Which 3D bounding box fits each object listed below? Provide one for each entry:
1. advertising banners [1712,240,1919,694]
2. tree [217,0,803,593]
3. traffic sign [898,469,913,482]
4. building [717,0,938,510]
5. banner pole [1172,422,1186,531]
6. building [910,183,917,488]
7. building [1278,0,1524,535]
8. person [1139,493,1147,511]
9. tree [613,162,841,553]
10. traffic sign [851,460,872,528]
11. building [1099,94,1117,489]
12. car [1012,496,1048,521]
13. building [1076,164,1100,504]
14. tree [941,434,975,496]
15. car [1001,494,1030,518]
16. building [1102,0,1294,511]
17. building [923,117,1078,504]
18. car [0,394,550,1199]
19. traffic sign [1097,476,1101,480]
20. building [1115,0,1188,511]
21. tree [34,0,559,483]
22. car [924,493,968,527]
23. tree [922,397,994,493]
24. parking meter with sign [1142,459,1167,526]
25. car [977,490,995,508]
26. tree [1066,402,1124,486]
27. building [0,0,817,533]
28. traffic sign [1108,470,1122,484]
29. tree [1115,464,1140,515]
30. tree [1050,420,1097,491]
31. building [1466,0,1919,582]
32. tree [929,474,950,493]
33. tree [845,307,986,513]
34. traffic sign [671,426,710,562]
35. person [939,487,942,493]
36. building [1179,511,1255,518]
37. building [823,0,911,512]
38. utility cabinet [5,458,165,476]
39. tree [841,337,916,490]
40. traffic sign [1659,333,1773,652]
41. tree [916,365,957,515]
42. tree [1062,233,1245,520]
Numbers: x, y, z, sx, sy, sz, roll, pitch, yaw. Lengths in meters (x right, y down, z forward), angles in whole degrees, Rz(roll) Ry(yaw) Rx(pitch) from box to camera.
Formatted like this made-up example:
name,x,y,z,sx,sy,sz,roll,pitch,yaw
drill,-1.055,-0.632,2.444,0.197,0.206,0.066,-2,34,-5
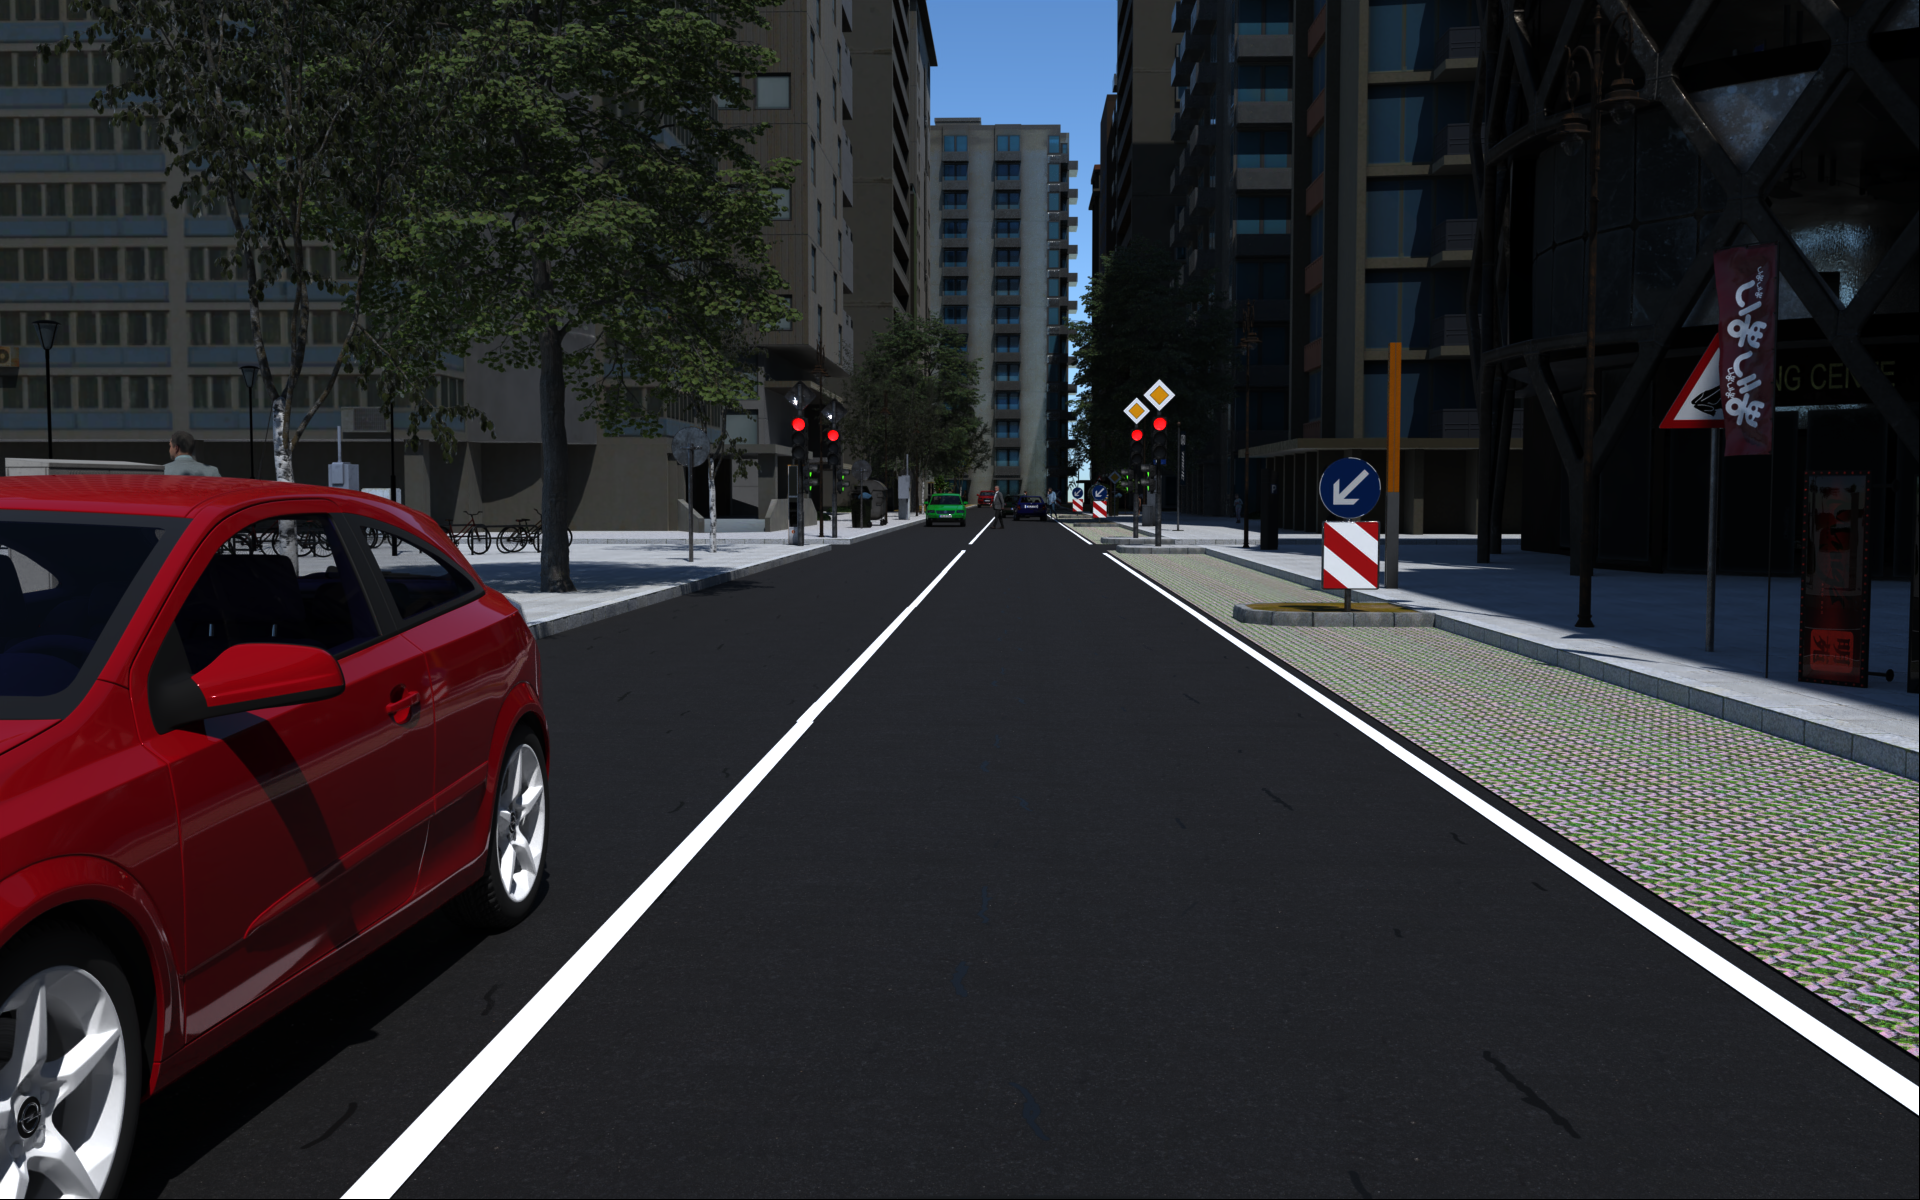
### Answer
name,x,y,z,sx,sy,sz,roll,pitch,yaw
advertising banners,5.882,-0.939,11.534,0.090,3.025,2.074,-2,4,-30
tree,-5.702,-6.370,22.273,7.486,12.596,7.792,0,3,0
traffic sign,-2.774,-5.406,88.489,0.768,2.556,0.104,1,4,8
building,-16.733,-36.363,183.769,27.495,52.752,28.713,0,4,2
banner pole,7.700,-4.300,60.325,0.401,3.779,0.863,2,4,30
building,-11.223,-23.422,154.651,14.160,30.474,14.107,0,4,2
building,25.203,-24.947,62.511,28.867,44.769,22.147,0,4,2
person,13.580,-7.381,129.908,0.799,1.438,0.628,-1,4,-19
tree,-5.532,-5.334,37.567,4.360,8.622,3.978,0,3,0
traffic sign,-3.669,-3.938,64.495,0.768,2.556,0.104,0,4,3
building,22.612,-33.053,190.526,14.600,45.320,14.200,0,4,2
car,3.774,-4.946,93.447,1.945,1.354,3.894,0,3,0
building,29.529,-34.707,222.086,28.867,44.769,22.147,0,4,2
tree,0.007,-14.787,192.122,4.737,8.622,4.395,0,3,0
car,3.367,-5.783,104.343,2.009,1.686,4.222,0,4,2
building,26.251,-33.538,167.963,23.786,49.044,30.456,0,4,2
building,-0.290,-36.914,223.150,30.456,49.044,23.786,0,4,2
car,-2.409,0.286,4.357,2.155,1.783,4.494,0,4,3
traffic sign,9.951,-7.559,123.595,0.884,2.594,0.081,1,4,10
building,24.035,-31.664,141.405,21.300,48.544,21.600,0,4,2
tree,-5.341,-3.872,13.670,4.360,8.622,3.978,0,3,0
car,-0.620,-4.184,77.199,1.959,1.807,4.718,0,4,0
tree,-0.309,-13.731,158.912,7.601,10.594,8.767,1,4,8
parking meter with sign,7.731,-4.461,69.205,0.543,3.016,1.738,2,4,24
car,2.892,-10.561,181.349,2.281,1.827,5.304,0,4,2
tree,10.046,-10.893,128.462,4.737,8.622,4.395,0,3,0
building,-22.297,-22.809,64.805,32.217,40.220,23.993,0,4,2
traffic sign,8.522,-5.837,95.168,0.795,2.593,0.064,1,4,10
tree,10.313,-6.850,106.596,1.663,3.219,1.824,0,3,0
tree,11.163,-13.295,167.732,4.360,8.622,3.978,0,3,0
building,17.672,-9.967,30.406,16.820,18.784,16.811,0,4,2
tree,-1.887,-9.145,144.122,1.663,3.219,1.824,0,3,0
tree,-3.000,-12.992,119.071,9.857,13.997,8.962,0,3,0
traffic sign,-5.083,-1.992,32.671,0.768,2.556,0.104,1,4,10
person,-1.604,-8.045,137.537,0.705,1.831,1.348,-1,4,-9
building,24.662,-29.711,105.384,23.786,49.044,30.456,0,4,2
building,-15.206,-31.356,136.374,21.300,48.544,21.600,0,4,2
utility cabinet,-5.568,-0.150,11.135,0.318,1.500,1.173,1,4,8
tree,-4.601,-7.942,80.212,4.360,8.622,3.978,0,3,0
traffic sign,6.108,-0.858,14.038,0.884,2.594,0.081,1,4,8
tree,-3.143,-8.918,96.164,4.360,8.622,3.978,0,3,0
tree,9.494,-10.864,84.286,9.857,13.997,8.962,0,3,0
